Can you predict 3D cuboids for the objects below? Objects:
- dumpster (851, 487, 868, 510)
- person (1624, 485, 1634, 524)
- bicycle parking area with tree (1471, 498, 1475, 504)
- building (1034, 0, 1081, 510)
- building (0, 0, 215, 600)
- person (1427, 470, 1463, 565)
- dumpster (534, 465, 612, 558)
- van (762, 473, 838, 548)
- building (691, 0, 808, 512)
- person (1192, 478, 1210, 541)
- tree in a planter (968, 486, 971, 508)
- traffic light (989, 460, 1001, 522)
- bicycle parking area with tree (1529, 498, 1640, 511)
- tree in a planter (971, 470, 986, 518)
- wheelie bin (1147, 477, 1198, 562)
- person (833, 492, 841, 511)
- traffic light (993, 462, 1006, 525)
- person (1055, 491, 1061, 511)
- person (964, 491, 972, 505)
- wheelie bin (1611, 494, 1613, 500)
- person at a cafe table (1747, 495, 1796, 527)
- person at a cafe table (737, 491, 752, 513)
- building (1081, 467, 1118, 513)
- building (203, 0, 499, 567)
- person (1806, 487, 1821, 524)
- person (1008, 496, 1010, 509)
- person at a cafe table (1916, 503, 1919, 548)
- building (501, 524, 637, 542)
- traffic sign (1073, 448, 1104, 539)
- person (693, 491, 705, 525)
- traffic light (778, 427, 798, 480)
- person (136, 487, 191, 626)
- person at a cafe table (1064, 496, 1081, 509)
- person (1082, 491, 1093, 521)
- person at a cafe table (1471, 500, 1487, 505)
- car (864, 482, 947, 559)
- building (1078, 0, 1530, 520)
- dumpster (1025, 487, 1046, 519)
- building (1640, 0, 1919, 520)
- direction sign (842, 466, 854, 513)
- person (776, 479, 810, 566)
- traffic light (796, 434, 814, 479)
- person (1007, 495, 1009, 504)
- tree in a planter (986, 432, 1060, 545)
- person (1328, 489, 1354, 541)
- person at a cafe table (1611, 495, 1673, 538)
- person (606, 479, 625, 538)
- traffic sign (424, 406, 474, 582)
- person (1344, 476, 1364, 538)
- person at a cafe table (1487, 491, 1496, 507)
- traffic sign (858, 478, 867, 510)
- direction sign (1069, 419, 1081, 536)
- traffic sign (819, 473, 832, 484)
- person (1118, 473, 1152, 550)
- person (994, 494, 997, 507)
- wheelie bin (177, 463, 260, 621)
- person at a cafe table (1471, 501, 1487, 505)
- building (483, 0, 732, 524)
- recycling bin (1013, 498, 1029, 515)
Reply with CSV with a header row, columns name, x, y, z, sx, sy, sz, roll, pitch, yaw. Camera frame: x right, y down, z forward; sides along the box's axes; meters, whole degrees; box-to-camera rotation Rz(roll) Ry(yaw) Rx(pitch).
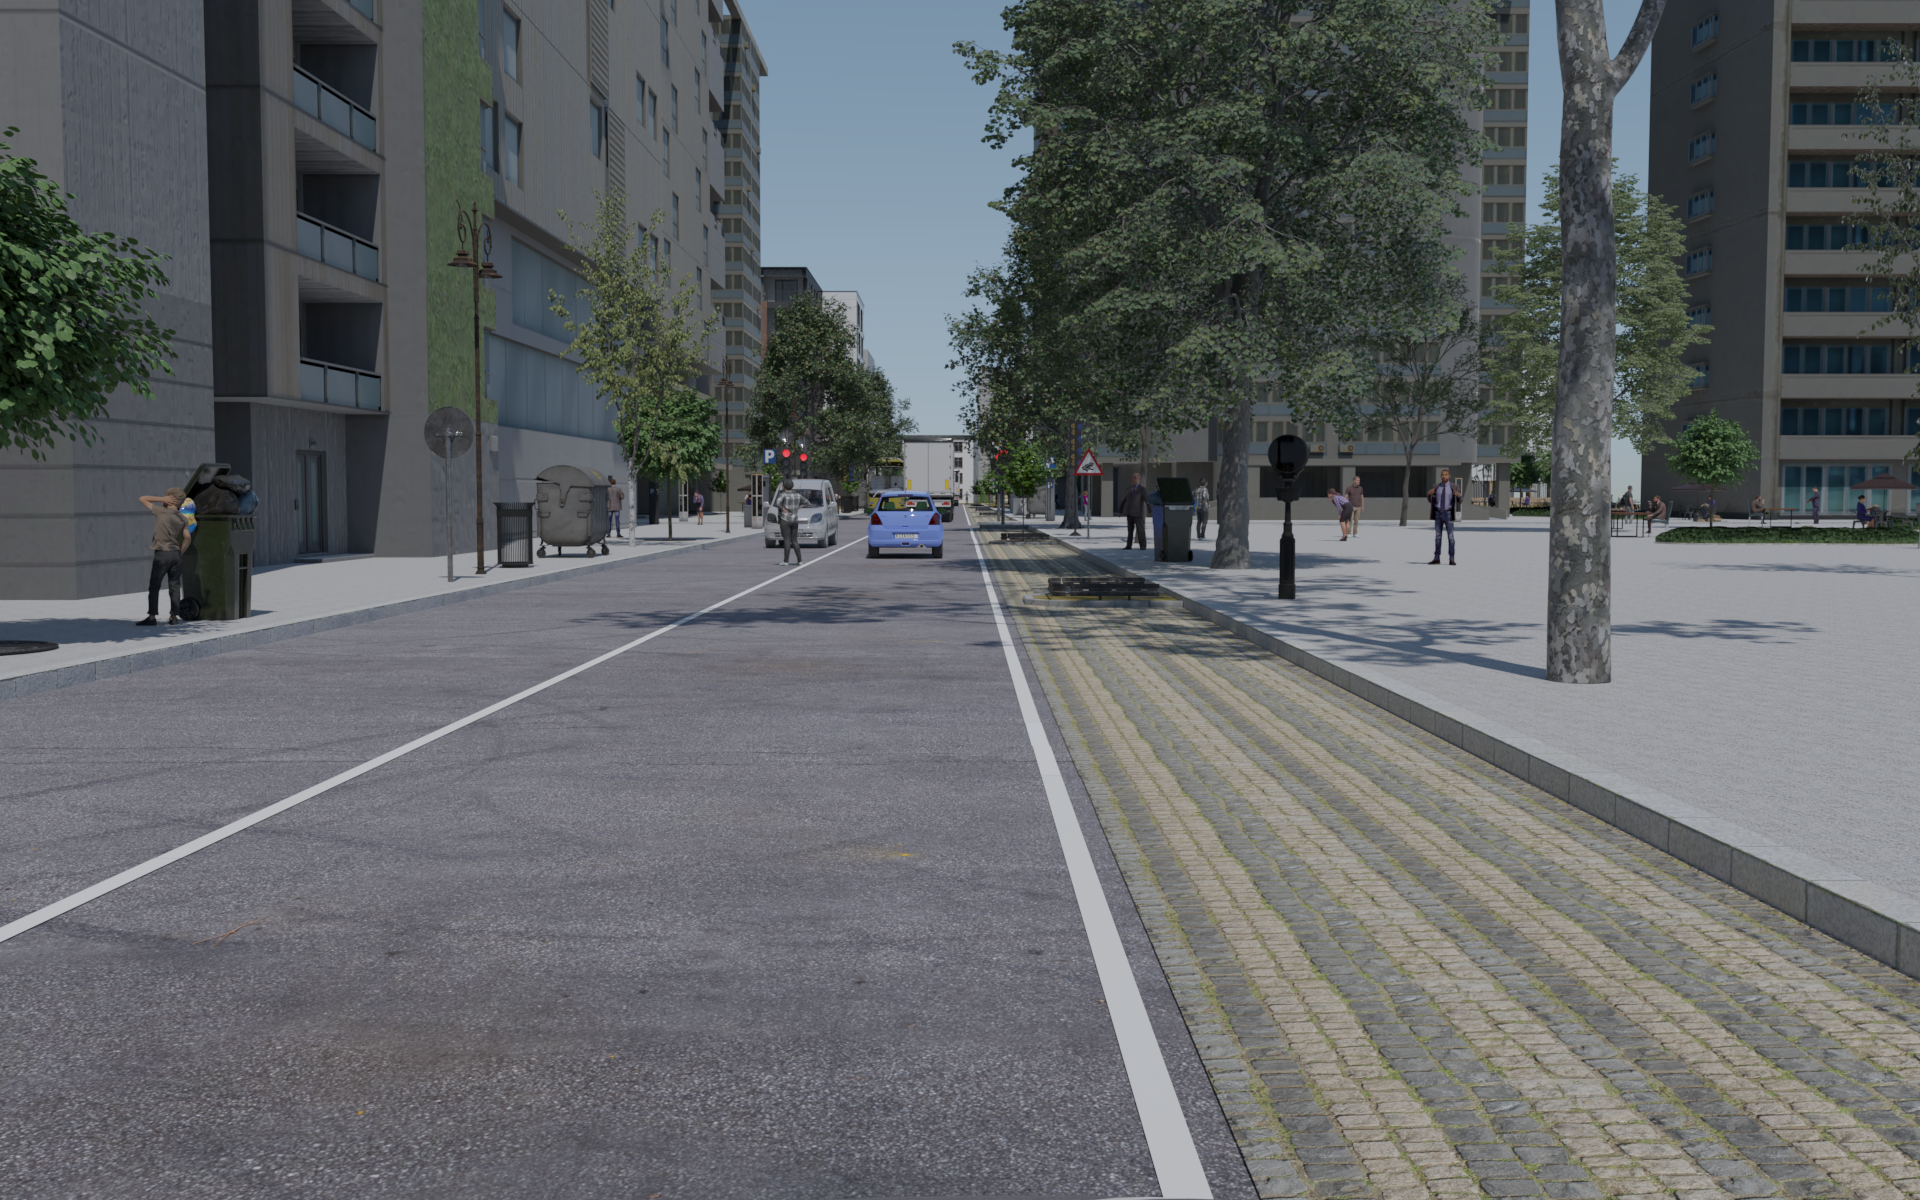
name,x,y,z,sx,sy,sz,roll,pitch,yaw
dumpster,-7.742,-7.777,132.911,1.264,1.857,1.865,0,3,0
person,28.843,-4.031,74.542,0.434,1.807,0.598,0,4,6
bicycle parking area with tree,40.488,-9.961,149.864,8.231,4.147,9.016,1,4,8
building,13.464,-30.452,147.995,14.600,45.320,14.200,0,3,0
building,-21.159,-28.573,9.160,21.231,58.520,28.212,0,3,0
person,8.720,-1.490,31.223,0.655,1.722,0.431,2,4,34
dumpster,-7.893,-1.807,35.301,1.264,1.857,1.865,0,3,0
van,-4.301,-2.458,47.202,2.013,2.044,4.112,0,4,1
building,-27.866,-26.764,129.473,32.217,40.220,23.993,0,3,0
person,6.685,-2.516,47.896,0.376,1.734,0.841,-1,4,-16
tree in a planter,1.812,-11.322,182.332,1.991,3.239,1.994,0,3,0
traffic light,1.784,-5.601,80.493,0.839,4.253,0.868,0,3,0
bicycle parking area with tree,48.797,-9.118,136.076,9.016,4.147,8.231,3,5,44
tree in a planter,1.813,-6.603,105.176,1.991,3.239,1.994,0,3,0
wheelie bin,3.990,-1.523,32.803,0.980,1.594,0.693,-1,4,-16
person,-8.801,-6.958,122.996,0.628,1.438,0.799,0,4,5
traffic light,1.785,-5.112,72.508,0.839,4.253,0.868,0,3,0
person,7.494,-7.659,133.816,0.613,1.512,0.480,-1,4,-21
person,0.898,-13.400,227.568,1.348,1.826,0.705,1,4,11
wheelie bin,26.961,-3.967,72.772,0.693,1.594,0.980,-3,5,-42
person at a cafe table,31.544,-3.457,67.383,1.726,1.238,1.698,2,4,25
person at a cafe table,-14.108,-6.607,116.544,1.698,1.524,1.622,-1,4,-15
building,15.717,-26.998,125.008,14.154,41.232,14.086,0,3,0
building,-17.665,-21.308,31.987,14.154,41.232,14.086,0,3,0
person,38.356,-4.215,77.860,0.568,1.767,0.683,2,4,26
person,4.409,-8.703,148.460,0.598,1.807,0.434,3,5,44
person at a cafe table,23.353,-1.815,40.536,1.726,1.238,1.698,1,4,9
building,-24.581,-28.388,53.376,27.495,52.752,28.713,0,3,0
traffic sign,3.635,-2.996,48.988,0.884,2.594,0.081,0,4,4
person,-10.780,-3.811,71.584,0.421,1.427,0.697,1,4,14
traffic light,-7.216,-5.111,72.491,0.839,4.253,0.868,0,3,0
person,-7.805,-0.428,16.956,0.340,1.345,0.435,2,4,32
person at a cafe table,9.460,-7.918,137.968,1.622,1.524,1.698,2,4,35
person,6.111,-4.458,82.164,0.776,1.435,0.726,-1,4,-19
person at a cafe table,45.440,-8.705,153.190,1.726,1.238,1.698,3,5,40
car,-1.251,-1.842,39.715,1.945,1.707,3.694,0,4,-2
building,18.998,-24.943,99.704,23.993,40.220,32.217,0,3,0
dumpster,4.009,-5.099,89.132,1.264,1.857,1.865,0,3,0
building,49.795,-28.780,94.258,21.600,48.544,21.300,0,3,0
direction sign,-7.566,-7.625,116.662,0.876,3.537,0.379,2,4,24
person,-3.391,-1.549,34.547,0.841,1.734,0.376,-3,5,-40
traffic light,-7.217,-5.600,80.476,0.839,4.253,0.868,0,3,0
person,6.079,-12.681,214.201,0.721,1.723,1.217,-1,4,-20
tree in a planter,1.821,-3.202,49.574,1.991,3.239,1.994,0,3,0
person,10.329,-2.311,47.056,0.697,1.427,0.421,1,4,23
person at a cafe table,20.231,-2.485,51.489,1.726,1.238,1.698,1,4,12
person,-10.146,-2.686,50.781,0.655,1.722,0.431,0,4,2
traffic sign,-7.430,-1.534,25.179,0.768,2.556,0.104,1,4,8
person,11.633,-2.747,51.087,0.598,1.807,0.434,0,4,-2
person at a cafe table,40.604,-7.547,131.912,1.698,1.524,1.622,0,4,3
traffic sign,-7.719,-8.378,137.092,0.768,2.556,0.104,0,4,8
direction sign,3.532,-3.730,52.984,0.379,3.537,0.876,2,4,25
traffic sign,-7.922,-6.248,102.255,0.768,2.556,0.104,0,4,1
person,4.018,-2.023,39.680,0.990,1.755,0.434,3,5,42
person,3.587,-10.126,171.478,0.709,1.838,0.599,2,4,35
wheelie bin,-7.619,-0.604,17.787,0.693,1.594,0.980,0,4,1
person at a cafe table,37.045,-7.216,126.490,1.698,1.524,1.622,-2,4,-33
building,-27.876,-30.958,95.409,28.713,52.752,27.495,0,3,0
recycling bin,3.704,-5.648,104.905,0.722,1.027,0.722,-3,4,-36
